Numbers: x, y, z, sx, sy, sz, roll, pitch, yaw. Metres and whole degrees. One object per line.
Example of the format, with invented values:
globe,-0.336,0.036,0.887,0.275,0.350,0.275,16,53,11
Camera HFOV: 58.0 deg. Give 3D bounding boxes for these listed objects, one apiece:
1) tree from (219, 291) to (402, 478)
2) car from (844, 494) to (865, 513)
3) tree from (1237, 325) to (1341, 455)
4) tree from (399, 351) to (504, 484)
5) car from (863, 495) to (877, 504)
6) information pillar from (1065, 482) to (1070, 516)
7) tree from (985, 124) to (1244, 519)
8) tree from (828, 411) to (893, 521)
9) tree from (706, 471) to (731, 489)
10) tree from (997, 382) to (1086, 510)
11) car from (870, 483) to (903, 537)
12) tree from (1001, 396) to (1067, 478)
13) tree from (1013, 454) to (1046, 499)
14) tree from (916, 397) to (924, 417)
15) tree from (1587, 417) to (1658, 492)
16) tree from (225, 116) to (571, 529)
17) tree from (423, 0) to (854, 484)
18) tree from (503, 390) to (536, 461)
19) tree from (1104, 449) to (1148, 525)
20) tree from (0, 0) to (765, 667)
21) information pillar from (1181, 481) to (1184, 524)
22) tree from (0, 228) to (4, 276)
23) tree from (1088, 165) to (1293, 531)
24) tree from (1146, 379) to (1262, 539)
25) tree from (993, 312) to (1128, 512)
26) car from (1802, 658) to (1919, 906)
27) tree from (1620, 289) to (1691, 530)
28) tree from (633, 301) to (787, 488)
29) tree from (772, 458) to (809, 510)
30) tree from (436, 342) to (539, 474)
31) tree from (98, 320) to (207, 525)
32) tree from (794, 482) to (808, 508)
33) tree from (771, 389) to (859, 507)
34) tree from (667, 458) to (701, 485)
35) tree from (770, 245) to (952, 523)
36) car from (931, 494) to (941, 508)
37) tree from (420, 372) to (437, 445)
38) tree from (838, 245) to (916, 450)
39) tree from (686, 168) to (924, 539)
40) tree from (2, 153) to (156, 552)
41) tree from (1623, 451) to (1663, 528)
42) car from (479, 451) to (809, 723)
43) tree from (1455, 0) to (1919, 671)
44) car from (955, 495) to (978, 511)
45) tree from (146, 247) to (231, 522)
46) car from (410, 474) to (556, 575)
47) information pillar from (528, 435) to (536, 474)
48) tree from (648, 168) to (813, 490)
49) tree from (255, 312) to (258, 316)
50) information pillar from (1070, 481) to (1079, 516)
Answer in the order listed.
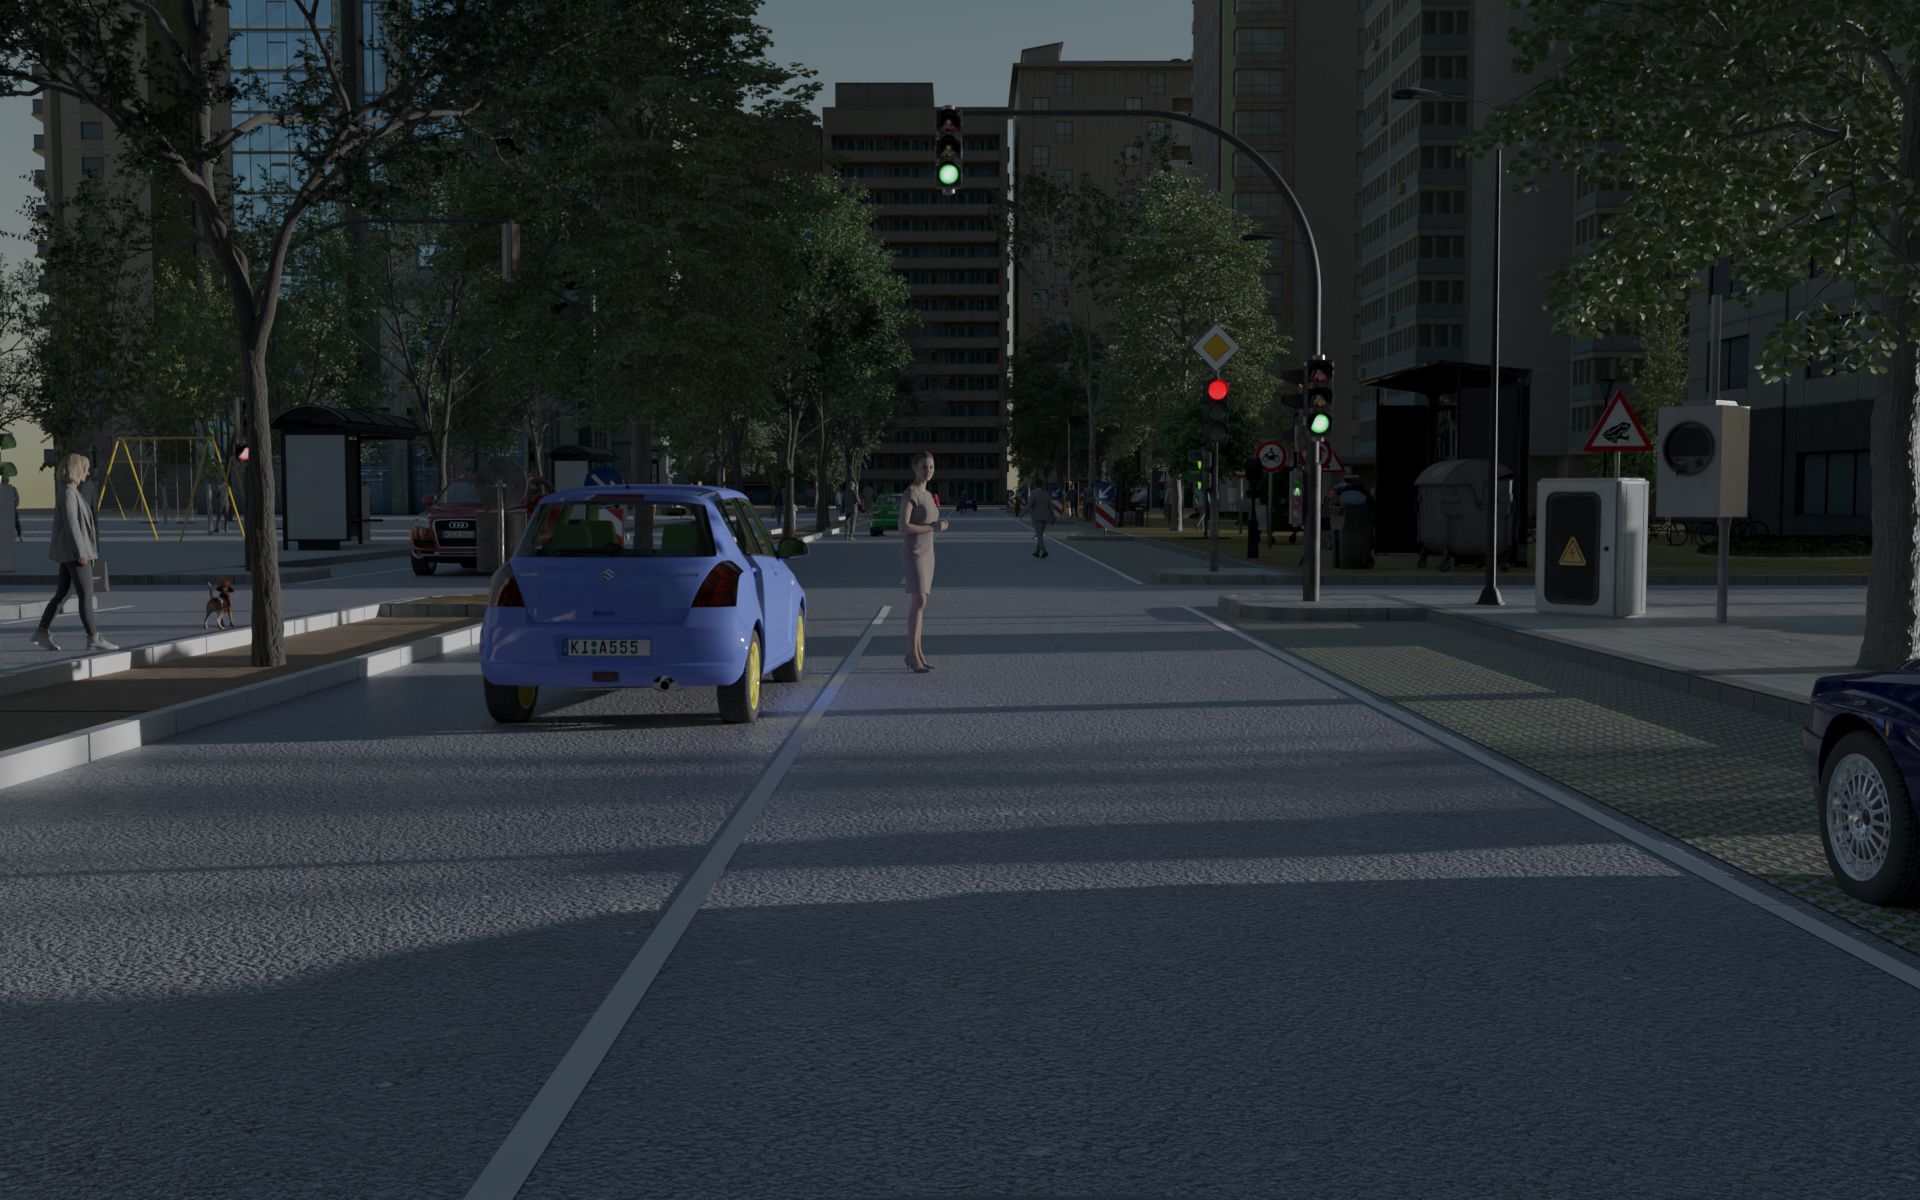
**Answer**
tree,-35.435,-10.849,94.393,9.611,12.733,9.660,0,3,0
car,-8.164,-7.556,132.574,2.155,1.783,4.494,0,4,-1
tree,13.995,-7.512,73.188,4.737,8.622,4.395,0,3,0
tree,-25.659,-8.327,86.512,4.737,8.622,4.395,0,3,0
car,-7.682,-8.078,144.656,1.945,1.354,3.894,0,4,1
information pillar,6.329,-5.934,101.515,0.304,2.012,0.304,2,4,24
tree,8.060,-14.219,88.377,12.611,20.169,13.585,0,3,0
tree,-5.602,-8.578,93.062,4.360,8.622,3.978,0,3,0
tree,-14.782,-6.937,108.017,1.663,3.219,1.824,0,3,0
tree,7.256,-12.692,141.928,8.767,10.594,7.601,0,4,2
car,-2.108,-3.112,59.677,1.959,1.807,4.718,0,4,1
tree,7.381,-14.640,165.127,9.928,11.665,9.643,0,3,0
tree,7.057,-13.905,177.708,4.737,8.622,4.395,0,3,0
tree,-5.698,-8.422,74.567,8.767,10.594,7.601,0,4,0
tree,27.354,-5.300,70.365,4.285,4.588,4.351,0,3,0
tree,-14.760,-7.511,48.565,9.928,11.665,9.643,0,3,0
tree,-5.822,-6.769,31.258,7.486,12.596,7.792,0,3,0
tree,-25.330,-8.900,95.885,4.737,8.622,4.395,0,3,0
tree,7.164,-4.776,72.682,1.663,3.219,1.824,0,3,0
tree,-5.717,-4.742,14.407,8.767,10.594,7.601,0,4,0
information pillar,9.390,-4.268,74.278,0.304,2.012,0.304,-2,4,-34
tree,-26.421,-7.018,40.505,9.928,11.665,9.643,0,3,0
tree,7.946,-8.702,60.407,7.486,12.596,7.792,0,3,0
tree,6.980,-4.034,49.665,4.285,4.588,4.351,0,3,0
tree,7.141,-13.160,121.822,9.857,13.997,8.962,0,3,0
car,3.964,0.473,4.851,1.945,1.354,3.894,0,4,1
tree,25.093,-6.763,60.930,4.737,8.622,4.395,0,3,0
tree,-13.993,-11.837,100.186,9.857,13.997,8.962,0,3,0
tree,-14.018,-9.741,142.983,4.285,4.588,4.351,0,3,0
tree,-19.963,-7.576,74.227,4.360,8.622,3.978,0,3,0
tree,-33.647,-7.472,72.524,4.360,8.622,3.978,0,3,0
tree,-14.365,-9.815,155.075,1.663,3.219,1.824,0,3,0
tree,-14.482,-15.631,172.576,9.611,12.733,9.660,0,3,0
tree,-14.078,-5.677,87.427,1.663,3.219,1.824,0,3,0
tree,-5.441,-10.492,84.364,12.009,13.543,11.850,0,3,0
car,-3.057,-10.403,179.131,2.155,1.783,4.494,0,4,0
tree,-22.766,-7.978,80.807,4.360,8.622,3.978,0,3,0
tree,-5.739,-6.658,45.727,8.767,10.594,7.601,0,4,0
tree,-5.343,-7.727,54.542,9.928,11.665,9.643,0,3,0
tree,-19.103,-5.379,38.310,4.737,8.622,4.395,0,3,0
tree,25.873,-4.330,65.397,1.663,3.219,1.824,0,3,0
car,-2.072,-0.156,12.143,1.945,1.707,3.694,0,4,1
tree,7.240,-5.767,12.413,7.486,12.596,7.792,0,3,0
car,0.545,-8.036,143.966,1.945,1.354,3.894,0,4,-1
tree,-24.560,-8.413,63.301,9.928,11.665,9.643,0,3,0
car,-8.662,-1.441,32.236,2.281,1.827,5.304,0,4,-2
information pillar,-17.082,-4.757,69.133,0.183,3.616,0.504,1,4,12
tree,-5.253,-5.223,38.210,4.737,8.622,4.395,0,3,0
tree,-23.502,-6.307,53.481,4.737,8.622,4.395,0,3,0
information pillar,6.654,-5.821,99.657,0.304,2.012,0.304,0,4,-7
